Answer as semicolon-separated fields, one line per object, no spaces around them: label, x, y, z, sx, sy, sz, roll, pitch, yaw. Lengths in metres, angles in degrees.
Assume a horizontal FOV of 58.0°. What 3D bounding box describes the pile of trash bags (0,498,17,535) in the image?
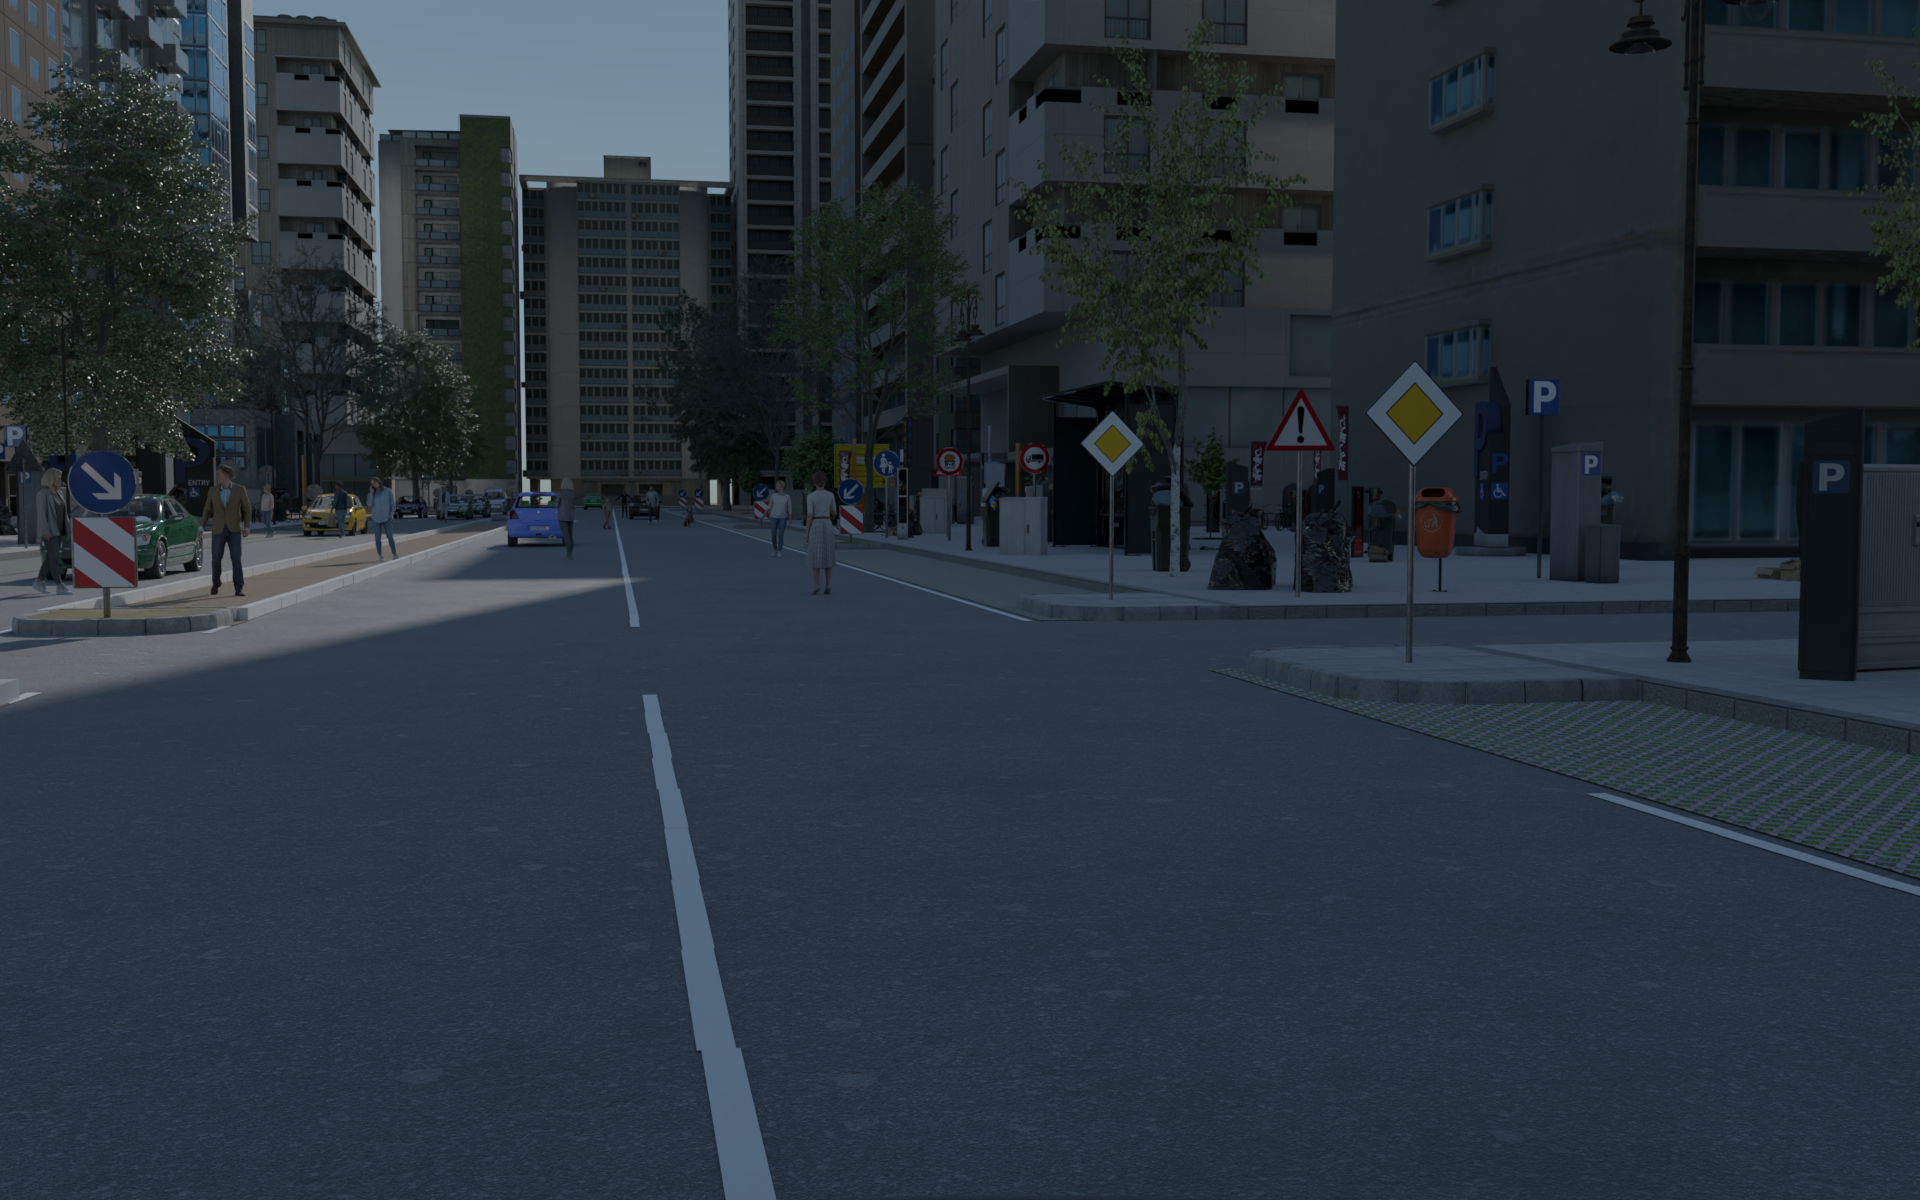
pile of trash bags;-30.963;-2.711;54.081;3.447;1.369;1.912;3;5;40

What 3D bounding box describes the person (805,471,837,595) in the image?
person;-2.002;-0.958;24.730;0.480;1.755;0.524;-2;4;-28

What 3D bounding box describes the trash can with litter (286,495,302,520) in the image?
trash can with litter;-32.608;-4.574;85.847;2.233;1.210;1.678;0;4;-6

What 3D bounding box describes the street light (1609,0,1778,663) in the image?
street light;5.504;-2.464;13.078;0.468;5.910;1.993;-1;4;-11

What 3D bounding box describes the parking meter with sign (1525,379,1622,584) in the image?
parking meter with sign;9.067;-1.790;25.520;0.543;3.016;1.738;-1;4;-17

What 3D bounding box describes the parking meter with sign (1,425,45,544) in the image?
parking meter with sign;-24.005;-2.971;44.837;0.543;3.016;1.738;0;4;-3

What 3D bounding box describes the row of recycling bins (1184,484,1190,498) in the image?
row of recycling bins;6.332;-2.930;55.023;1.069;1.692;3.534;2;4;29

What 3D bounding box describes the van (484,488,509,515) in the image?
van;-32.105;-6.875;119.425;2.013;2.044;4.112;-1;4;-13

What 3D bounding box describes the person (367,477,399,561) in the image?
person;-12.262;-1.717;36.844;0.793;1.790;0.793;-3;5;-41

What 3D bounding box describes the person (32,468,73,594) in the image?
person;-12.996;-0.991;24.879;0.728;1.800;0.709;1;4;11

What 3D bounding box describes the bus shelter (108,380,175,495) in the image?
bus shelter;-29.196;-5.181;62.335;2.179;5.291;8.768;-1;4;-11

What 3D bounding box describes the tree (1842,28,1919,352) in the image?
tree;15.977;-4.699;27.195;4.737;8.622;4.395;0;3;0

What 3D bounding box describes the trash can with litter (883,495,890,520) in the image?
trash can with litter;-3.876;-4.680;87.581;2.233;1.210;1.678;1;4;17

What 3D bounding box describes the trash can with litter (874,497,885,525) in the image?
trash can with litter;-3.191;-3.698;71.855;1.055;1.170;0.624;-1;4;-13

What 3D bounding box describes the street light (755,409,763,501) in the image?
street light;-10.980;-7.452;94.620;0.468;5.910;1.993;-1;4;-11

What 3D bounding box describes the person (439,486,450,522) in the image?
person;-26.363;-4.901;88.501;0.514;1.842;0.818;-2;4;-28

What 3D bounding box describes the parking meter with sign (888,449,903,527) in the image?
parking meter with sign;-2.422;-4.336;67.146;0.543;3.016;1.738;-1;4;-21

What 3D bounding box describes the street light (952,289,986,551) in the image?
street light;0.195;-4.060;39.172;0.468;5.910;1.993;-1;4;-11

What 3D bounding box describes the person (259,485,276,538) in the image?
person;-22.609;-2.901;56.602;0.731;1.740;0.598;1;4;20

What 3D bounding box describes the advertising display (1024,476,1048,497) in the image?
advertising display;2.687;-3.439;61.444;0.974;1.923;0.123;3;5;41

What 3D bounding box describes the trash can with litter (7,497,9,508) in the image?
trash can with litter;-36.337;-3.354;65.902;1.678;1.210;2.233;0;4;-6

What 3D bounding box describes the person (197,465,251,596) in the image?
person;-10.318;-0.971;24.283;0.656;1.842;0.836;-3;5;-45

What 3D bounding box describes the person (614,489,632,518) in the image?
person;-19.959;-5.742;102.911;1.217;1.766;0.721;0;4;6

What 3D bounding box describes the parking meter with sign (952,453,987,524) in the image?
parking meter with sign;0.231;-4.736;73.699;1.738;3.016;0.543;1;4;14

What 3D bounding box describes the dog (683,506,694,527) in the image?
dog;-11.971;-3.648;76.486;0.513;0.831;0.800;0;4;7

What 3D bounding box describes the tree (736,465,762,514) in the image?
tree;-13.839;-7.312;114.152;1.663;3.219;1.824;0;3;0

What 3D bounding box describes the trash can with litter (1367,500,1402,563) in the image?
trash can with litter;8.020;-1.307;32.762;0.624;1.170;1.055;1;4;16

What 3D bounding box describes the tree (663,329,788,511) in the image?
tree;-17.879;-13.863;133.313;9.857;13.997;8.962;0;3;0

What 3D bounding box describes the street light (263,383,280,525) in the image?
street light;-28.672;-6.083;72.245;0.468;5.910;1.993;-1;4;-11

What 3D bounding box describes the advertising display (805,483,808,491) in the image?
advertising display;-8.305;-5.477;94.755;0.123;1.923;0.974;-1;4;-20

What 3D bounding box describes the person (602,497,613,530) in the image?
person;-14.276;-3.513;70.203;0.640;1.303;0.475;3;4;36

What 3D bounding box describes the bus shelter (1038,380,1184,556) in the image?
bus shelter;3.331;-2.922;39.051;1.731;3.624;6.357;-1;4;-11

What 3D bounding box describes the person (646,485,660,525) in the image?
person;-14.442;-4.470;81.425;0.661;1.843;0.795;1;4;12

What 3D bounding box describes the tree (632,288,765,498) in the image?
tree;-23.455;-18.472;157.902;12.611;20.169;13.585;0;3;0

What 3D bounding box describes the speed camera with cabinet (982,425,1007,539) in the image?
speed camera with cabinet;0.982;-3.353;49.161;0.660;3.252;2.038;0;4;5

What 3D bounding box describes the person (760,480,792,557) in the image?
person;-4.188;-1.851;39.428;0.731;1.740;0.598;0;4;-5

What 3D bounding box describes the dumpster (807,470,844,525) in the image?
dumpster;-5.500;-4.230;71.651;1.502;2.255;1.985;-1;4;-12

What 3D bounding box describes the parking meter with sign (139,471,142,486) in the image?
parking meter with sign;-27.750;-3.770;57.901;1.738;3.016;0.543;-1;4;-11

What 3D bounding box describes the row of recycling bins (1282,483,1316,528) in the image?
row of recycling bins;14.069;-3.605;66.056;3.534;1.692;1.069;0;4;-6

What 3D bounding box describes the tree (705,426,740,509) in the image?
tree;-19.755;-11.838;143.914;4.737;8.622;4.395;0;3;0

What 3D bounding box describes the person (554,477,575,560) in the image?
person;-8.621;-1.771;37.636;0.526;1.800;0.537;3;5;40

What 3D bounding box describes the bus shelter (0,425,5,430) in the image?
bus shelter;-22.624;-2.657;37.371;2.014;3.302;5.546;-1;4;-11

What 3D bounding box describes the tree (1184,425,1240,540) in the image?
tree;7.177;-3.313;48.767;1.663;3.219;1.824;0;3;0

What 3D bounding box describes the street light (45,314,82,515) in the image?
street light;-23.097;-4.401;44.739;0.468;5.910;1.993;-1;4;-11

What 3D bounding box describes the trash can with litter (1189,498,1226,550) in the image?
trash can with litter;5.887;-1.758;39.804;2.233;1.210;1.678;0;4;-2

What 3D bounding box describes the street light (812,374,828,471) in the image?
street light;-5.424;-5.769;67.110;0.468;5.910;1.993;-1;4;-11

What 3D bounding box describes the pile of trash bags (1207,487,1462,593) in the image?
pile of trash bags;4.979;-0.825;23.243;3.447;1.369;1.912;2;4;30

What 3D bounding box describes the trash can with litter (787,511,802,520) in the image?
trash can with litter;-8.205;-4.538;85.258;2.233;1.210;1.678;-1;4;-10

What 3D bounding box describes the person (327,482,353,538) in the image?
person;-20.313;-2.947;56.670;0.794;1.824;0.713;-3;5;-42

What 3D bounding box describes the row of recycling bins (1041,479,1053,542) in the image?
row of recycling bins;3.731;-2.370;45.862;3.534;1.692;1.069;1;4;22

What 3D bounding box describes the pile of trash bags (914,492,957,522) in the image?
pile of trash bags;-1.237;-4.281;79.744;1.912;1.369;3.447;-2;4;-24

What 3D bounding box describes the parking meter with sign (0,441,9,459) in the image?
parking meter with sign;-33.643;-3.885;59.787;1.738;3.016;0.543;2;4;34
